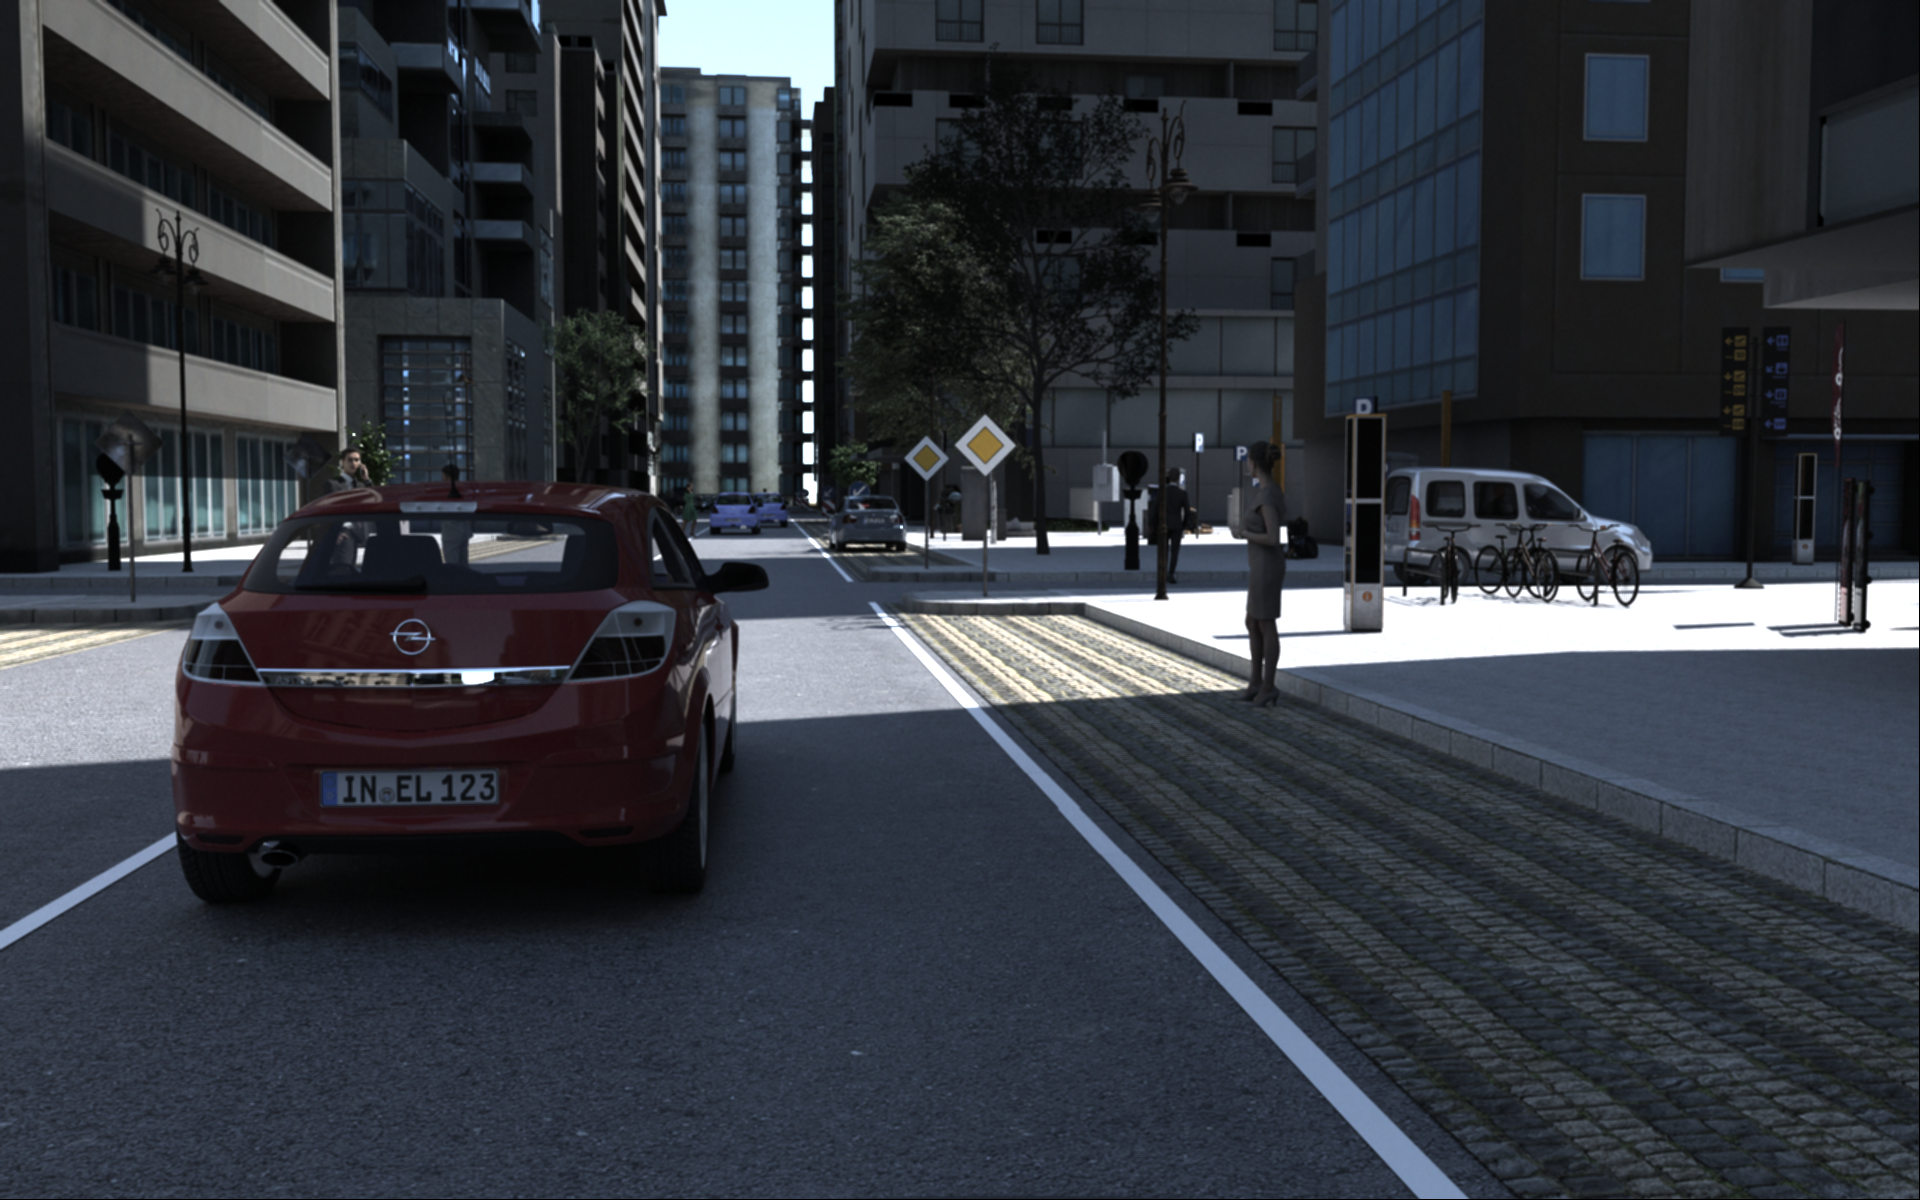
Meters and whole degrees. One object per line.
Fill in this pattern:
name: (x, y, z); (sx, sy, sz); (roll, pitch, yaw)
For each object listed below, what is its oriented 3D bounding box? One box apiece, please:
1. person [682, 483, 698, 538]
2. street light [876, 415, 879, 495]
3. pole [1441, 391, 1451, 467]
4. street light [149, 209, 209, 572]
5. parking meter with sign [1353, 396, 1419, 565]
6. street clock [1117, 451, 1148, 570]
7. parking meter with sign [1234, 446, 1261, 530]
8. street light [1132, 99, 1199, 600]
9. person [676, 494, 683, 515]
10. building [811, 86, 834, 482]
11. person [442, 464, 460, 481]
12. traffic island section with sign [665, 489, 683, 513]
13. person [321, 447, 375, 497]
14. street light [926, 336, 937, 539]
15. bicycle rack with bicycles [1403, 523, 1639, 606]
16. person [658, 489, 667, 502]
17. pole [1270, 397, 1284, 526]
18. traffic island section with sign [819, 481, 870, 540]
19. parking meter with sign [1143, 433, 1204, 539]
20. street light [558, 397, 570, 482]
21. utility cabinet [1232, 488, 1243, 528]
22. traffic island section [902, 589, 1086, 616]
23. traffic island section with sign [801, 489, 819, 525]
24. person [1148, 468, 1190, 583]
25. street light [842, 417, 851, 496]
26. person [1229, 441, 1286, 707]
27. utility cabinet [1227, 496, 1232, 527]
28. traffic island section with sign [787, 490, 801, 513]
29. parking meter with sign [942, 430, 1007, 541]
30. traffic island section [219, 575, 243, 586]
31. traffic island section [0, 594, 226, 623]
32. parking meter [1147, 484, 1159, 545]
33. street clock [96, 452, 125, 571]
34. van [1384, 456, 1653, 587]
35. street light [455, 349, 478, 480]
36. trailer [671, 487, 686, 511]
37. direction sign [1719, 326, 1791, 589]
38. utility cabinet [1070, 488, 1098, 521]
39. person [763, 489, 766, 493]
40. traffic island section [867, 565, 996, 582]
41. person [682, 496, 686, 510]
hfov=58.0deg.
person: (-8.836, -2.920, 56.489); (0.529, 1.795, 0.600); (1, 4, 9)
street light: (-3.708, -6.383, 77.155); (0.468, 5.910, 1.993); (0, 4, -6)
pole: (9.591, -2.470, 34.232); (0.158, 3.312, 0.155); (0, 3, 0)
street light: (-12.743, -3.401, 28.401); (0.468, 5.910, 1.993); (0, 4, -6)
parking meter with sign: (7.982, -2.158, 31.547); (1.738, 3.016, 0.543); (-2, 4, -30)
street clock: (2.908, -1.507, 29.214); (0.471, 2.002, 0.358); (2, 4, 35)
parking meter with sign: (10.375, -4.004, 61.730); (0.543, 3.016, 1.738); (-1, 4, -16)
street light: (2.447, -2.940, 20.860); (0.468, 5.910, 1.993); (0, 4, -6)
person: (-19.061, -6.484, 117.752); (0.421, 1.427, 0.697); (-2, 4, -31)
building: (-9.293, -33.290, 194.394); (14.200, 45.320, 14.600); (0, 4, -6)
person: (-6.346, -0.789, 21.574); (0.466, 1.800, 0.511); (0, 4, 6)
traffic island section with sign: (-21.670, -7.404, 129.686); (1.989, 1.847, 2.006); (0, 4, -6)
person: (-6.117, -0.584, 17.411); (0.474, 1.900, 0.648); (1, 4, 9)
street light: (-0.808, -4.707, 49.745); (0.468, 5.910, 1.993); (0, 4, -6)
bicycle rack with bicycles: (6.592, -0.465, 20.987); (2.852, 0.926, 2.925); (0, 4, 2)
person: (-21.419, -7.093, 124.913); (0.683, 1.767, 0.568); (-3, 4, -36)
pole: (6.647, -2.602, 36.383); (0.158, 3.312, 0.155); (0, 3, 0)
traffic island section with sign: (-3.306, -2.800, 54.405); (1.989, 1.847, 2.006); (0, 4, -6)
parking meter with sign: (6.113, -3.289, 50.031); (1.738, 3.016, 0.543); (2, 4, 33)
street light: (-18.765, -6.697, 82.283); (0.468, 5.910, 1.993); (0, 4, -6)
utility cabinet: (10.810, -3.441, 64.947); (1.173, 1.500, 0.318); (0, 4, -7)
traffic island section: (0.335, 0.035, 21.702); (2.009, 0.180, 2.903); (0, 4, -6)
traffic island section with sign: (-6.318, -4.451, 81.401); (1.989, 1.847, 2.006); (0, 4, -6)
person: (3.395, -1.204, 27.958); (0.659, 1.850, 0.755); (1, 4, 13)
street light: (-6.804, -8.031, 104.087); (0.468, 5.910, 1.993); (0, 4, -6)
person: (1.990, -0.168, 11.590); (0.374, 1.781, 0.599); (1, 4, 11)
utility cabinet: (10.859, -3.406, 66.844); (1.020, 1.237, 0.306); (-1, 4, -11)
traffic island section with sign: (-11.822, -7.470, 130.769); (1.989, 1.847, 2.006); (0, 4, -6)
parking meter with sign: (0.399, -3.148, 47.725); (1.738, 3.016, 0.543); (0, 4, -3)
traffic island section: (-10.729, -0.381, 28.513); (2.009, 0.180, 2.903); (0, 4, -6)
traffic island section: (-9.845, 0.104, 20.577); (2.009, 0.180, 2.903); (0, 4, -6)
parking meter: (4.919, -2.158, 43.697); (0.372, 1.533, 0.369); (0, 3, 0)
street clock: (-14.188, -1.495, 29.009); (0.471, 2.002, 0.358); (-2, 4, -25)
van: (8.631, -1.219, 26.945); (4.112, 2.044, 2.013); (0, 4, -6)
street light: (-15.740, -5.049, 55.343); (0.468, 5.910, 1.993); (0, 4, -6)
trailer: (-23.328, -8.376, 143.999); (1.471, 1.999, 3.904); (0, 4, -7)
direction sign: (10.763, -1.928, 23.515); (0.876, 3.537, 0.379); (0, 4, 7)
utility cabinet: (4.681, -3.458, 65.216); (1.173, 1.500, 0.318); (3, 5, 44)
person: (-13.723, -6.918, 121.629); (0.705, 1.821, 1.348); (-1, 4, -23)
traffic island section: (-0.550, -0.450, 29.638); (2.009, 0.180, 2.903); (0, 4, -6)
person: (-19.044, -6.608, 119.725); (0.799, 1.438, 0.628); (3, 5, 42)
